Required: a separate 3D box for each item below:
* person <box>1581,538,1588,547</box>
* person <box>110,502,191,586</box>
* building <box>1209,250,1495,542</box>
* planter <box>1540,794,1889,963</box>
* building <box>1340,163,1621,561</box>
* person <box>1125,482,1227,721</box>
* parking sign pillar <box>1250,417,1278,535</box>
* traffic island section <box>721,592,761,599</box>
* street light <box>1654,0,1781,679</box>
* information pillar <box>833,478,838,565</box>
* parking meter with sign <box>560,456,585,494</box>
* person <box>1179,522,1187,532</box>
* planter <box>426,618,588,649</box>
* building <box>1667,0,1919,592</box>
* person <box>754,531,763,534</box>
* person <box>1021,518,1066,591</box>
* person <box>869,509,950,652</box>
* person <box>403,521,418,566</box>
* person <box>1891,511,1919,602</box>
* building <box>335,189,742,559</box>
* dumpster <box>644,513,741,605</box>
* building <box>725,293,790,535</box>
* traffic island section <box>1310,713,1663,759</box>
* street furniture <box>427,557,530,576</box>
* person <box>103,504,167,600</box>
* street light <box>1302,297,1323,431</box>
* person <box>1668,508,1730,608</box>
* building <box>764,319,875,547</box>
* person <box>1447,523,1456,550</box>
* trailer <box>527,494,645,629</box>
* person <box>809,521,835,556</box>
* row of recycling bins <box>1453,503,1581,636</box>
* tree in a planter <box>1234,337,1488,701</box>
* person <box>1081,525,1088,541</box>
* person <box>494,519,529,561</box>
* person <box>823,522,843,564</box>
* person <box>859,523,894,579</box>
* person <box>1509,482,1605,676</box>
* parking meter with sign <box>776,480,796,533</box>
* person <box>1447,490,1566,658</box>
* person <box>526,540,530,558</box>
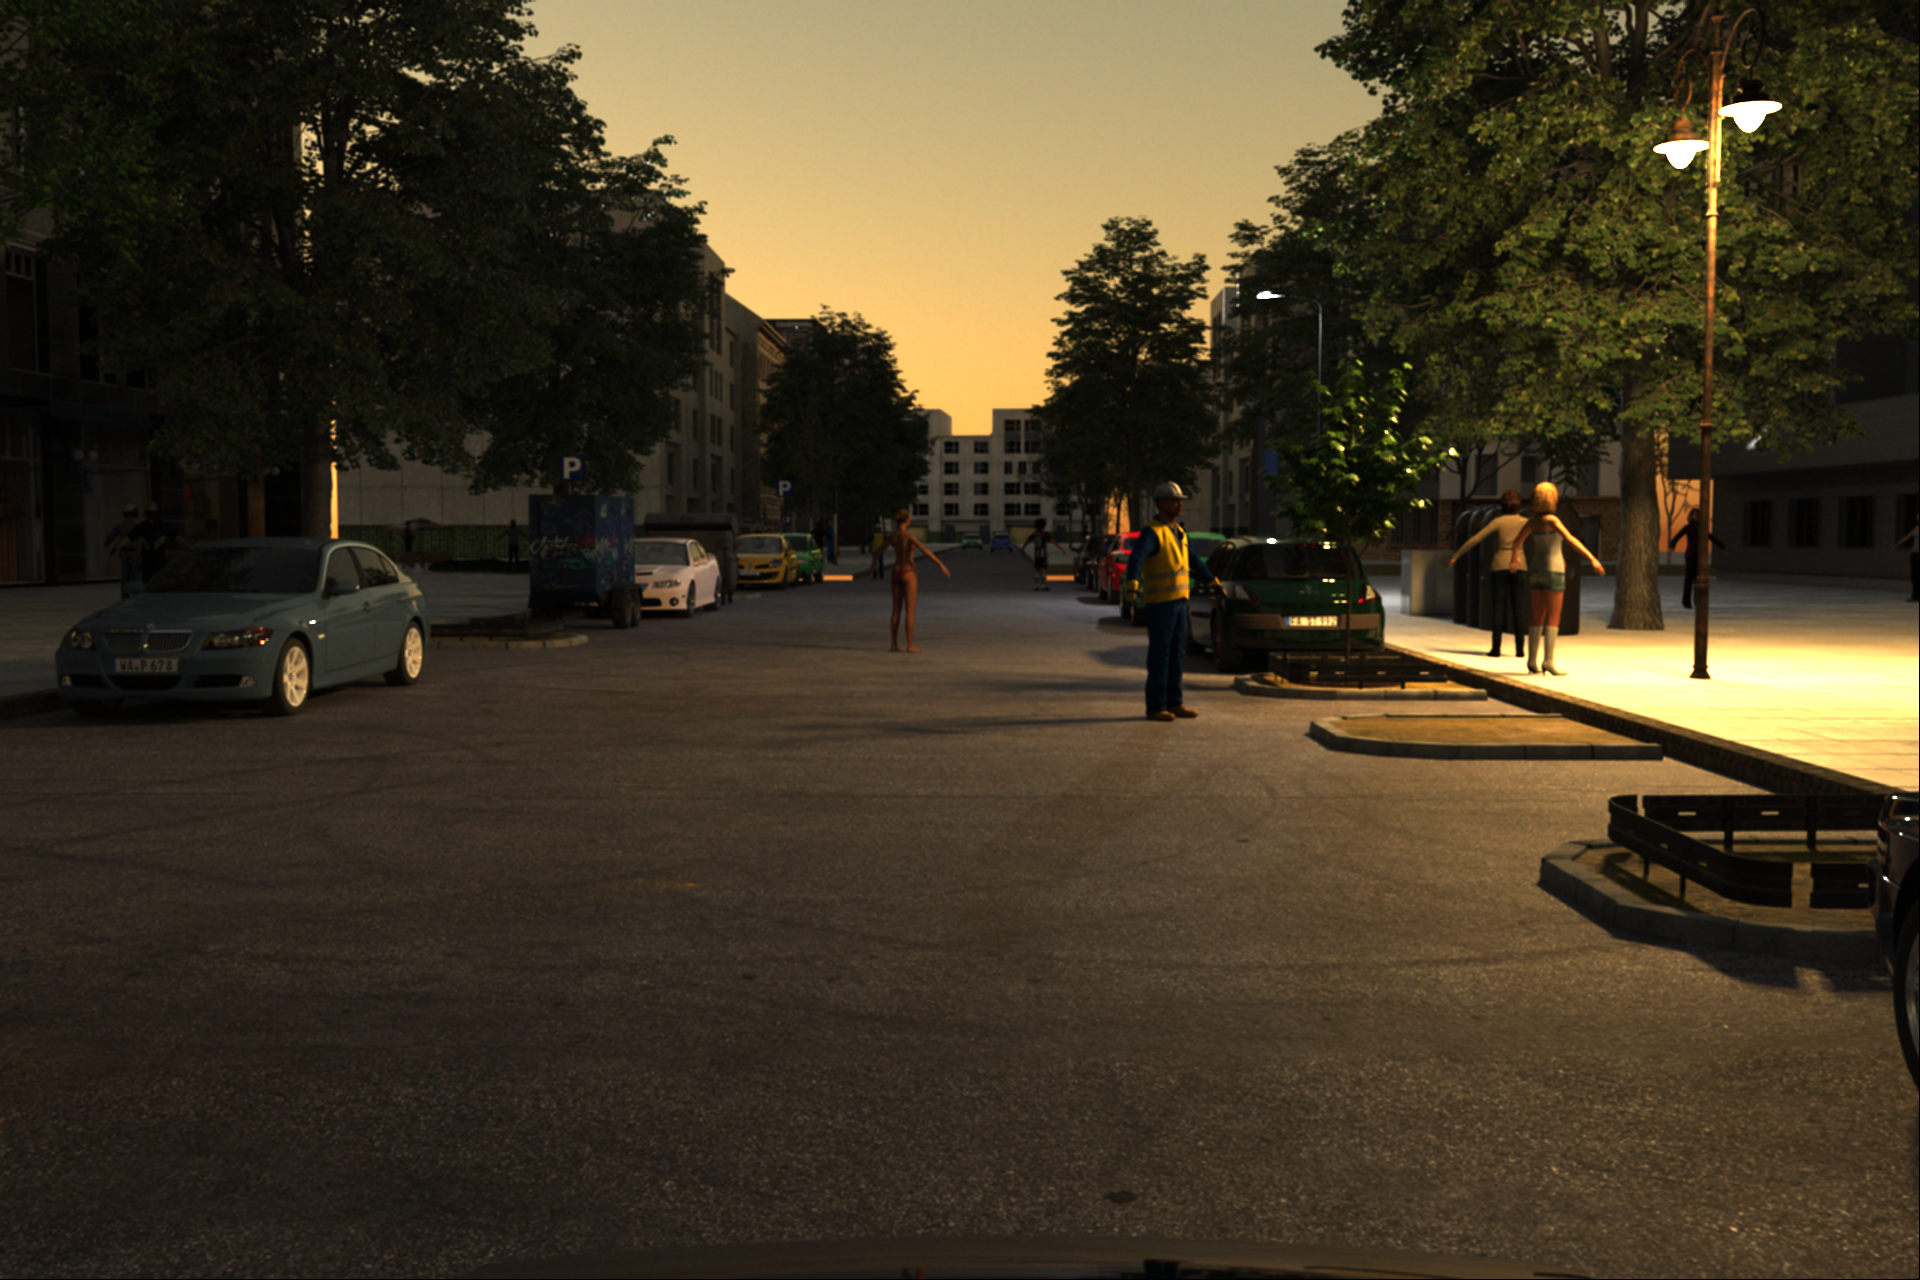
[{"bbox_3d":[17.703,-2.715,50.500,1.345,1.816,0.704,-1,4,-22],"label":"person"},{"bbox_3d":[-14.185,-1.503,30.440,1.351,1.845,0.704,-1,4,-14],"label":"person"},{"bbox_3d":[27.012,-15.299,116.601,16.747,18.905,31.486,0,4,2],"label":"building"},{"bbox_3d":[3.387,0.880,6.760,1.991,0.319,1.994,0,4,1],"label":"planter"},{"bbox_3d":[26.181,-14.600,95.138,16.016,20.090,11.380,0,4,1],"label":"building"},{"bbox_3d":[1.629,-0.305,13.420,0.705,1.833,1.349,3,5,39],"label":"person"},{"bbox_3d":[7.080,-3.183,40.517,1.447,3.967,1.447,0,4,1],"label":"parking sign pillar"},{"bbox_3d":[-5.521,-0.982,38.920,1.991,0.108,1.994,0,4,1],"label":"traffic island section"},{"bbox_3d":[6.575,-2.594,15.206,0.468,5.910,1.993,0,4,1],"label":"street light"},{"bbox_3d":[-5.228,-4.976,72.707,0.183,3.616,0.504,0,4,1],"label":"information pillar"},{"bbox_3d":[-8.623,-2.644,39.487,0.543,3.016,1.738,0,4,1],"label":"parking meter with sign"},{"bbox_3d":[9.515,-4.161,74.218,1.347,1.806,0.705,3,5,42],"label":"person"},{"bbox_3d":[-5.947,-0.087,22.569,1.991,0.319,1.994,0,4,1],"label":"planter"},{"bbox_3d":[26.346,-13.110,33.415,14.314,24.678,30.058,0,4,2],"label":"building"},{"bbox_3d":[-10.427,-5.100,89.161,0.705,1.856,1.354,-3,5,-40],"label":"person"},{"bbox_3d":[2.066,-2.157,43.867,1.345,1.843,0.704,3,4,36],"label":"person"},{"bbox_3d":[-0.639,-0.725,21.108,1.217,1.733,0.721,3,4,36],"label":"person"},{"bbox_3d":[-21.883,-3.833,68.807,0.704,1.812,1.346,-3,4,-37],"label":"person"},{"bbox_3d":[18.077,-1.584,32.702,0.721,1.737,1.217,-1,4,-14],"label":"person"},{"bbox_3d":[-23.749,-14.585,104.930,16.747,18.905,31.486,0,4,0],"label":"building"},{"bbox_3d":[-5.456,-1.653,35.239,1.865,1.857,1.264,0,4,1],"label":"dumpster"},{"bbox_3d":[-23.437,-18.405,131.849,19.493,23.208,18.063,0,4,1],"label":"building"},{"bbox_3d":[3.493,0.663,12.018,1.991,0.108,1.994,0,4,1],"label":"traffic island section"},{"bbox_3d":[-12.857,-2.464,55.916,5.734,0.657,10.072,-3,4,-38],"label":"street furniture"},{"bbox_3d":[-15.771,-1.661,32.990,1.345,1.849,0.704,1,4,11],"label":"person"},{"bbox_3d":[7.440,-3.709,33.188,1.470,5.913,1.316,0,4,1],"label":"street light"},{"bbox_3d":[12.709,-1.408,29.835,1.215,1.729,0.721,-1,4,-16],"label":"person"},{"bbox_3d":[-23.768,-20.625,181.187,27.936,21.610,32.646,0,4,1],"label":"building"},{"bbox_3d":[22.272,-4.390,78.040,0.705,1.796,1.348,-1,4,-18],"label":"person"},{"bbox_3d":[-5.710,-1.140,25.695,1.471,1.999,3.904,0,4,1],"label":"trailer"},{"bbox_3d":[-5.829,-3.993,71.510,1.346,1.802,0.704,1,4,12],"label":"person"},{"bbox_3d":[7.468,-1.002,23.498,1.069,1.692,3.534,0,4,2],"label":"row of recycling bins"},{"bbox_3d":[3.560,-1.136,15.802,1.991,3.239,1.994,0,4,1],"label":"tree in a planter"},{"bbox_3d":[6.176,-4.886,86.610,0.721,1.740,1.216,1,4,10],"label":"person"},{"bbox_3d":[-16.054,-3.435,62.285,1.348,1.813,0.705,-1,4,-19],"label":"person"},{"bbox_3d":[-5.537,-4.204,74.858,0.704,1.817,1.347,3,4,36],"label":"person"},{"bbox_3d":[-2.620,-2.813,54.911,1.216,1.772,0.721,-1,4,-20],"label":"person"},{"bbox_3d":[5.404,-0.561,15.786,0.721,1.753,1.214,-1,4,-21],"label":"person"},{"bbox_3d":[-5.604,-3.689,56.584,0.543,3.016,1.738,0,4,2],"label":"parking meter with sign"},{"bbox_3d":[5.719,-0.694,18.100,1.215,1.744,0.721,0,4,5],"label":"person"},{"bbox_3d":[-21.308,-4.716,86.369,0.599,1.433,0.991,2,4,24],"label":"person"}]
